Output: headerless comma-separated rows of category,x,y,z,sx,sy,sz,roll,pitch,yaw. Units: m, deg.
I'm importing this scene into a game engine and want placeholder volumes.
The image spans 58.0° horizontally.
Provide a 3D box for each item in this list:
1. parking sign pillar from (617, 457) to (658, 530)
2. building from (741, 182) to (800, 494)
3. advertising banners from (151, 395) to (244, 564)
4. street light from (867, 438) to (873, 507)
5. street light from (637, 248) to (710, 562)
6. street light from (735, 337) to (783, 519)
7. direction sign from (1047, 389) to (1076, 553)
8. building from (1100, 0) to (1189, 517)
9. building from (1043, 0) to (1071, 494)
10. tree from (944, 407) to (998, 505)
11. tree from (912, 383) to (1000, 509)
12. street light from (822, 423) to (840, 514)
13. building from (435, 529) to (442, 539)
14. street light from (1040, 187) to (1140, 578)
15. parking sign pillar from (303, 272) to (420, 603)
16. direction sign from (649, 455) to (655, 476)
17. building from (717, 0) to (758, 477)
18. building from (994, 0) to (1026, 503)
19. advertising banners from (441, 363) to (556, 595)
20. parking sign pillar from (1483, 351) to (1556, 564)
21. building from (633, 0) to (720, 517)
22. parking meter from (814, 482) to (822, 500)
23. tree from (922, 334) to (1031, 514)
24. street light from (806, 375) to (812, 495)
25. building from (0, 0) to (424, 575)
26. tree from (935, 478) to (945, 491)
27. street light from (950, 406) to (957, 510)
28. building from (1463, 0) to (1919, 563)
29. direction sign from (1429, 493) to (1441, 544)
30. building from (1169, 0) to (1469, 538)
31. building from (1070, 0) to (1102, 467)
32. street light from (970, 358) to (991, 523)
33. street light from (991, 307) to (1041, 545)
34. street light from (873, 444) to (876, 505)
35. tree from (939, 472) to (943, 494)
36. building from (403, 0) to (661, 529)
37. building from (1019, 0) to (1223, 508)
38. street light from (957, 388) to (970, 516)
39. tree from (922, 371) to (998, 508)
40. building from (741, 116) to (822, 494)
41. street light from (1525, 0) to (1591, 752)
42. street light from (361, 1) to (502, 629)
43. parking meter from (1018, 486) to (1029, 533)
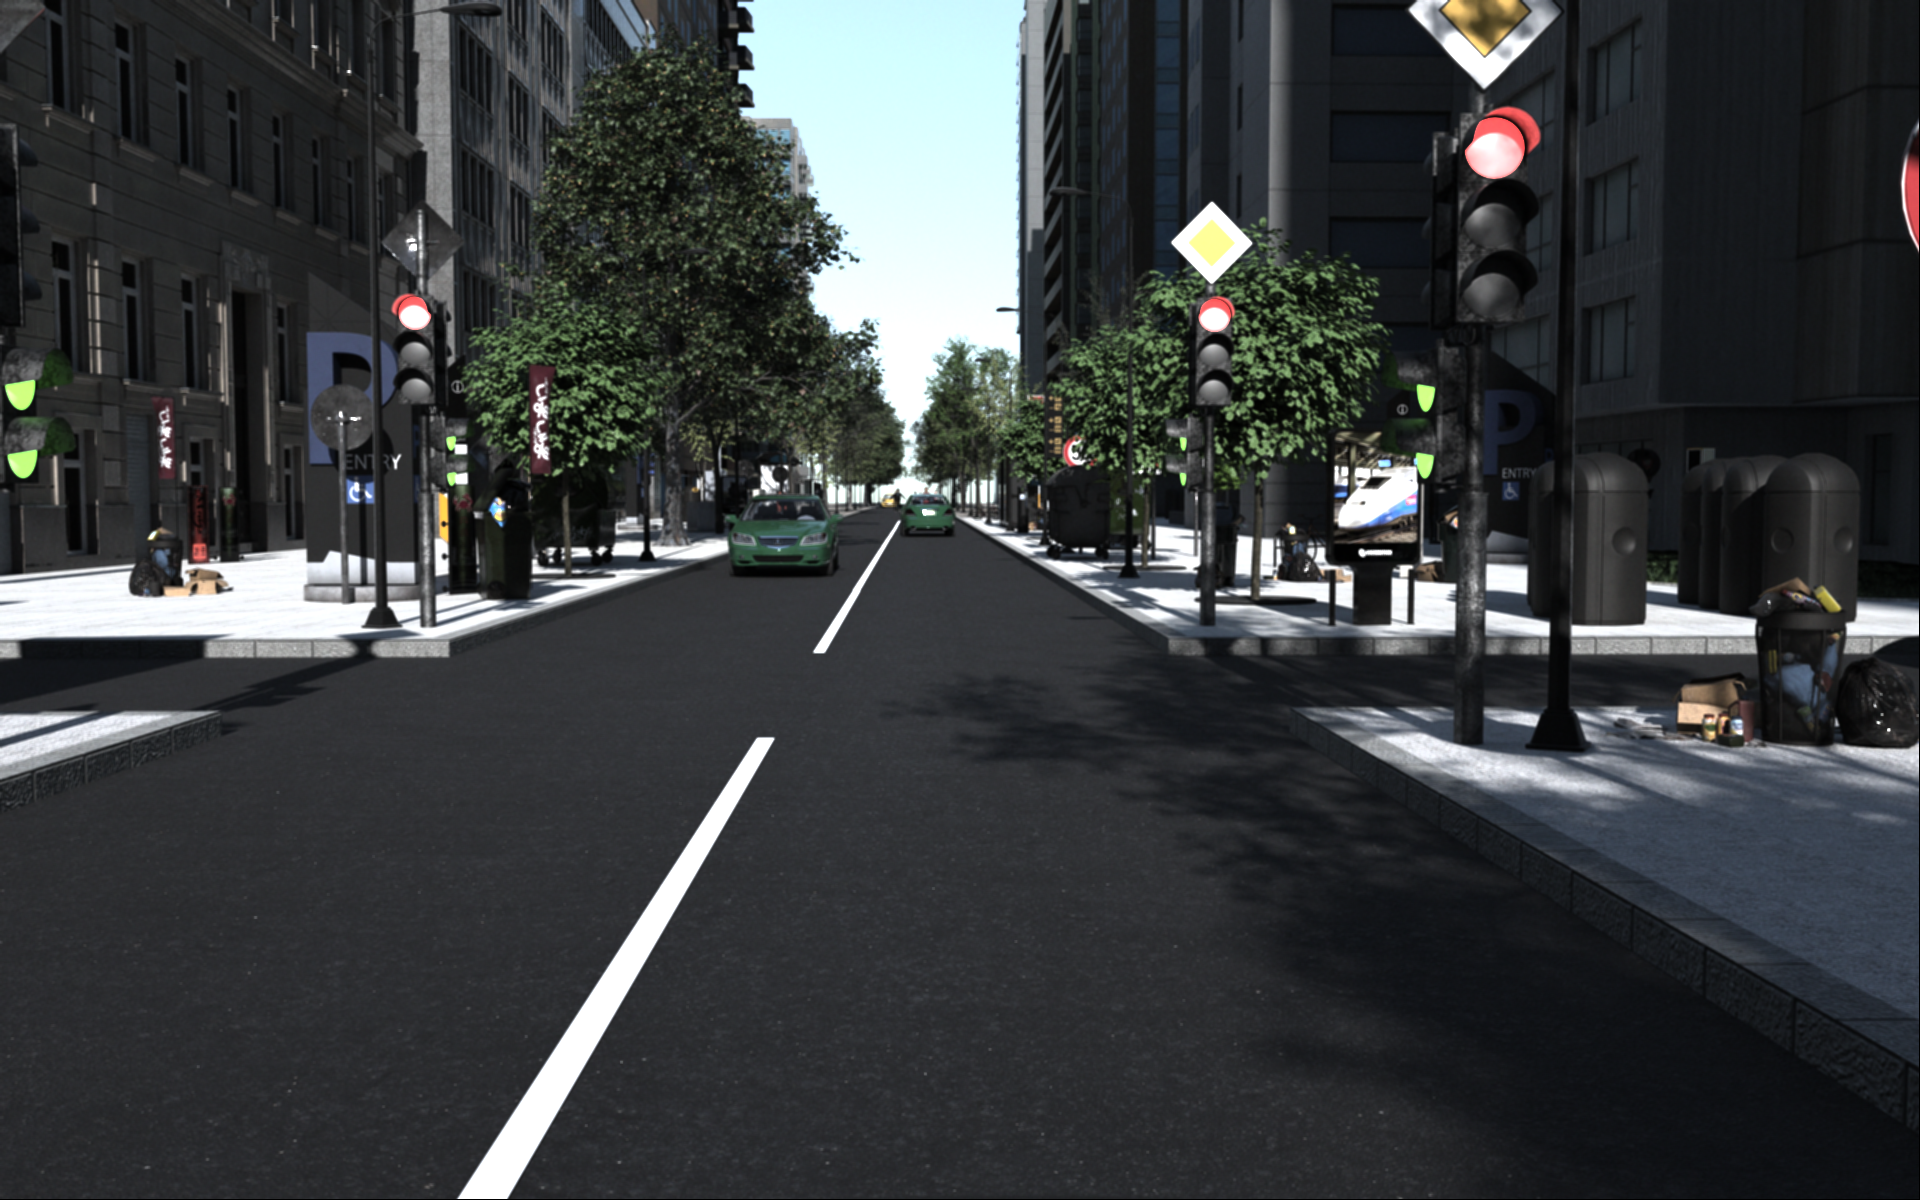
parking sign pillar,-11.647,-4.526,62.471,1.447,3.967,1.447,1,4,9
building,-34.406,-30.721,194.166,32.217,40.220,23.993,0,4,-1
advertising banners,-13.972,-2.176,31.763,0.090,3.025,2.074,1,4,21
street light,-8.142,-10.433,143.121,1.470,5.913,1.316,0,4,-1
street light,-5.423,-3.689,32.850,1.470,5.913,1.316,0,4,-1
street light,-5.945,-4.756,50.297,1.470,5.913,1.316,0,4,-1
direction sign,2.322,-2.782,37.488,0.876,3.537,0.379,0,4,-4
building,16.015,-27.695,102.924,14.600,45.320,14.200,0,4,-1
building,18.589,-32.136,149.125,21.300,48.544,21.600,0,4,-1
tree,-0.479,-15.786,175.101,9.611,12.733,9.660,0,3,0
tree,0.118,-12.829,144.160,8.767,10.594,7.601,-1,4,-20
street light,-6.687,-6.826,84.144,1.470,5.913,1.316,0,4,-1
building,-20.703,-14.731,58.882,12.078,24.808,19.932,0,4,-1
street light,2.051,-3.295,26.407,1.470,5.913,1.316,0,4,-1
parking sign pillar,-7.246,-1.992,21.038,1.447,3.967,1.447,0,4,-1
direction sign,-13.641,-5.072,74.928,0.876,3.537,0.379,-1,4,-8
building,-27.591,-29.337,134.290,22.147,44.769,28.867,0,4,-1
building,16.453,-56.361,234.170,22.319,86.520,31.000,0,4,-1
advertising banners,-6.010,-1.625,22.751,0.090,3.025,2.074,2,4,30
parking sign pillar,10.357,-2.675,32.207,1.447,3.967,1.447,-3,5,-42
building,-23.372,-28.268,112.292,14.600,45.320,14.200,0,4,-1
parking meter,-6.753,-4.687,82.344,0.399,1.863,0.255,0,4,1
tree,1.066,-11.457,113.070,9.928,11.665,9.643,0,3,0
street light,-6.305,-5.749,66.537,1.470,5.913,1.316,0,4,-1
building,-20.846,-14.621,36.317,12.463,27.353,25.104,0,4,-1
tree,-2.446,-17.808,241.515,4.360,8.622,3.978,0,3,0
street light,0.347,-7.299,91.872,1.470,5.913,1.316,0,4,-1
building,19.132,-21.425,33.889,14.086,41.232,14.154,0,4,-1
direction sign,12.228,-3.202,44.354,0.379,3.537,0.876,1,4,12
building,18.972,-31.842,62.620,21.231,58.520,28.212,0,4,-1
building,15.240,-27.392,131.449,14.154,41.232,14.086,0,4,-1
street light,1.186,-5.312,59.395,1.470,5.913,1.316,0,4,-1
street light,1.590,-4.319,43.156,1.470,5.913,1.316,0,4,-1
street light,-8.630,-11.434,159.493,1.470,5.913,1.316,0,4,-1
tree,-2.648,-19.415,227.806,12.009,13.543,11.850,0,3,0
building,-21.227,-15.948,78.770,12.078,24.808,19.932,0,4,-1
building,17.581,-40.565,205.241,21.231,58.520,28.212,0,4,-1
street light,0.709,-6.305,75.632,1.470,5.913,1.316,0,4,-1
tree,-0.029,-14.696,158.408,7.486,12.596,7.792,0,3,0
building,-30.088,-36.844,222.009,23.786,49.044,30.456,0,4,-1
street light,2.491,-2.205,8.593,1.470,5.913,1.316,0,4,-1
street light,-5.017,-2.687,16.480,1.470,5.913,1.316,0,4,-1
parking meter,2.083,-2.980,57.126,0.372,1.533,0.369,0,3,0
